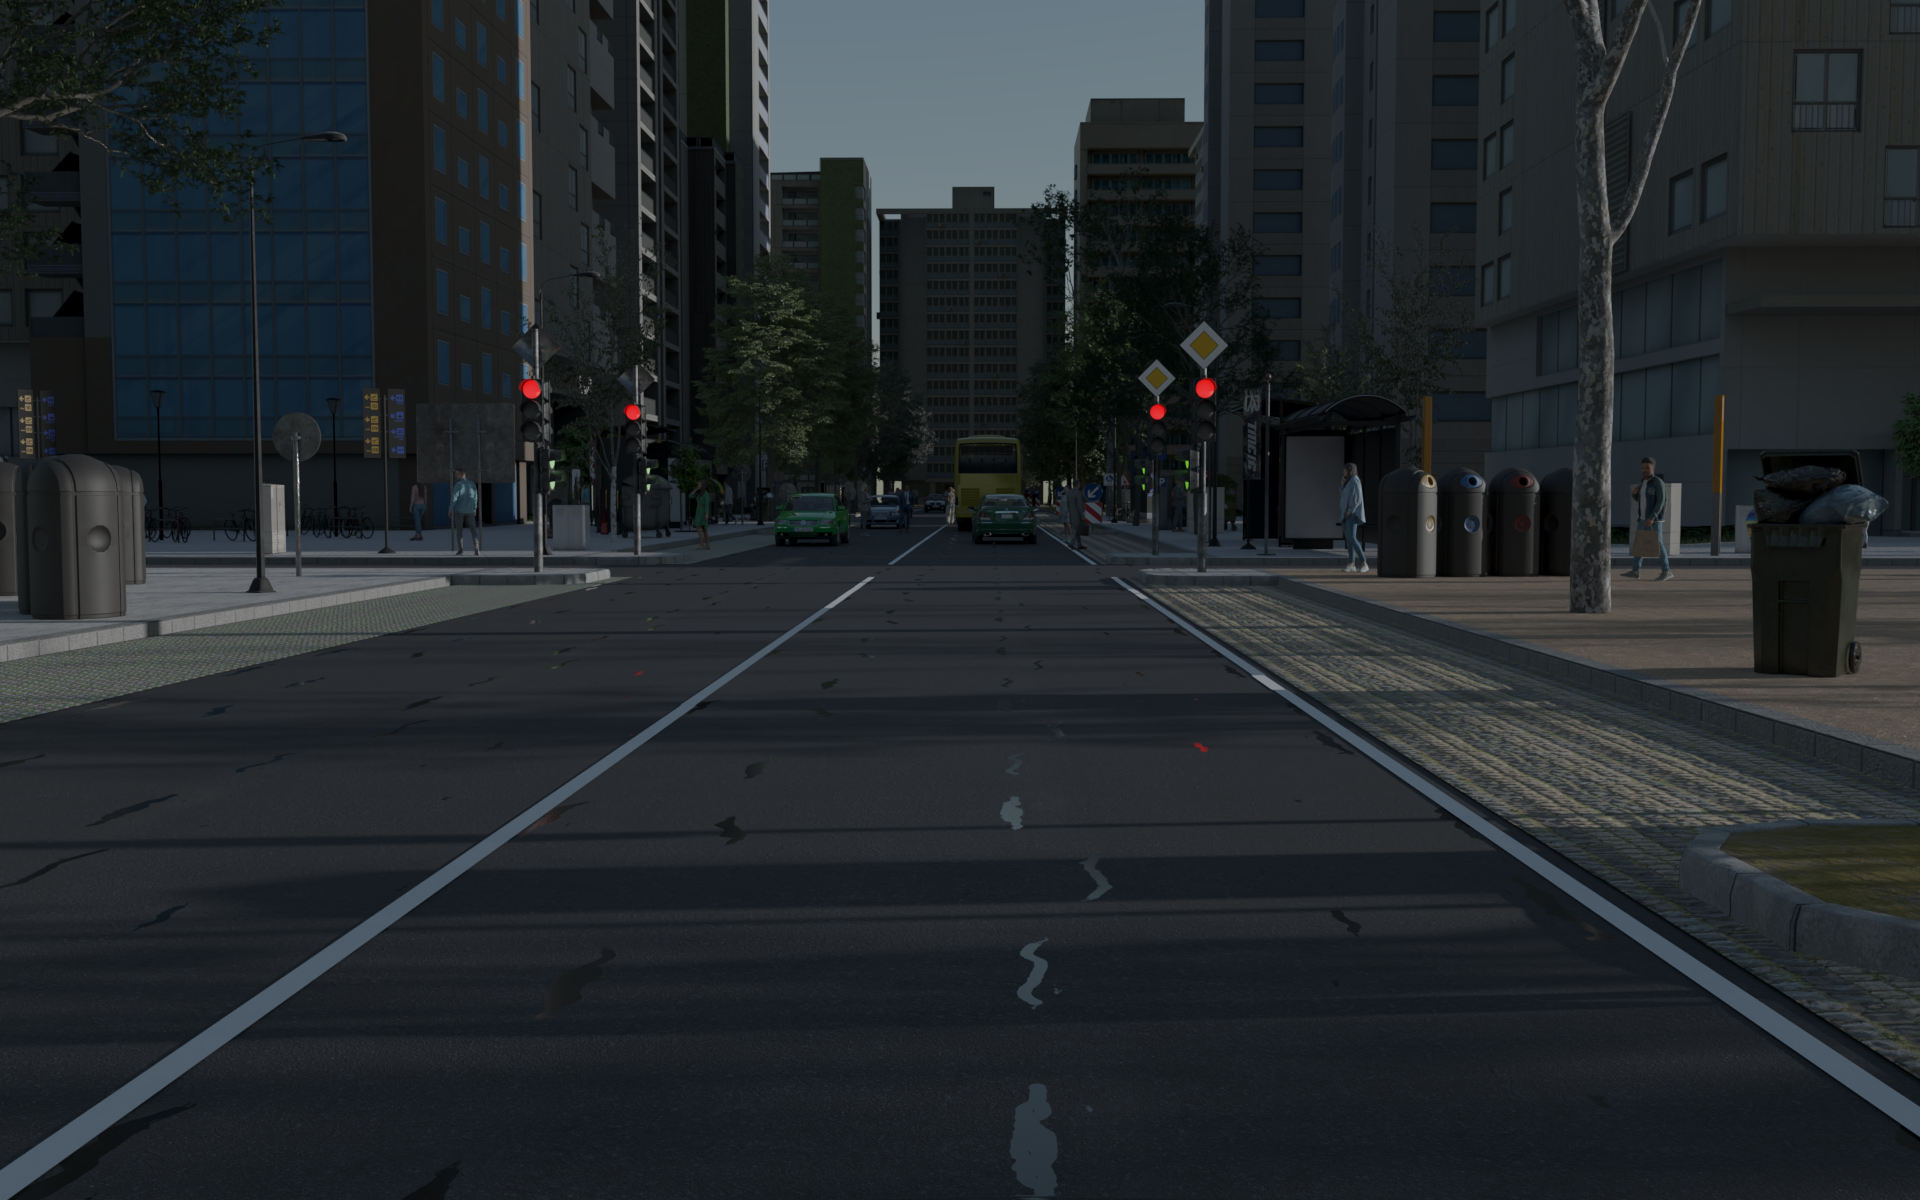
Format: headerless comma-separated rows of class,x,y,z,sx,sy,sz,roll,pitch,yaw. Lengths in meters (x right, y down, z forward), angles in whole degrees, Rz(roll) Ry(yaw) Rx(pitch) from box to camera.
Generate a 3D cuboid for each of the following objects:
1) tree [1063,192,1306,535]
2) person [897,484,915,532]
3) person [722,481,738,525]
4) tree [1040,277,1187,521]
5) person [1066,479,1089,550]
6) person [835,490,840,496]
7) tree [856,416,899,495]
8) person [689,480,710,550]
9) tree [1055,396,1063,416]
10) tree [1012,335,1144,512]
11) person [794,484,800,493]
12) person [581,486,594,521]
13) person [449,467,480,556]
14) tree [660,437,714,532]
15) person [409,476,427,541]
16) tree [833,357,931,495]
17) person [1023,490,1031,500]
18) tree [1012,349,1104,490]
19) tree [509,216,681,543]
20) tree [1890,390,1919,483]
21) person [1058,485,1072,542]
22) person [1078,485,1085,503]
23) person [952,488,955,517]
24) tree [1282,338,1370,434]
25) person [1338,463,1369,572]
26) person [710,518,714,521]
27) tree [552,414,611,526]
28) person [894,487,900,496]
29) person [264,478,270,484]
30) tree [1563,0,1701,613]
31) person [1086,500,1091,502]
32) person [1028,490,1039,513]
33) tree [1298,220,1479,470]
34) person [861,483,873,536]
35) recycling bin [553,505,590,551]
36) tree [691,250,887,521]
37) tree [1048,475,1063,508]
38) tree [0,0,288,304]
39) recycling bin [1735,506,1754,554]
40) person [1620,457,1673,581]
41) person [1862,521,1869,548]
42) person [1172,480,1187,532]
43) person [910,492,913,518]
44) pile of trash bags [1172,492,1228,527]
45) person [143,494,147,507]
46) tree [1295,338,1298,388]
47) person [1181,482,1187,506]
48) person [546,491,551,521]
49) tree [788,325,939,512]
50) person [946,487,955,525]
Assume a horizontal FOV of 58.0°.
tree,7.169,-7.330,54.259,7.601,10.594,8.767,0,4,3
person,-2.054,-3.468,65.390,0.721,1.800,0.419,-1,4,-10
person,-9.512,-4.019,71.593,0.795,1.843,0.661,1,4,13
tree,7.635,-9.558,82.031,9.928,11.665,9.643,0,3,0
person,3.025,-2.193,44.458,0.767,1.812,0.694,-2,4,-31
person,-5.752,-4.332,81.139,0.330,1.601,0.589,0,4,-5
tree,-7.604,-12.196,149.762,4.360,8.622,3.978,0,3,0
person,-6.562,-2.170,44.230,0.600,1.795,0.529,3,5,41
tree,7.441,-8.265,69.553,7.601,10.594,8.767,-1,4,-9
tree,8.646,-12.699,124.642,9.611,12.733,9.660,0,3,0
person,-8.735,-5.230,91.793,0.529,1.795,0.600,3,4,37
person,-17.769,-4.682,82.462,0.638,1.841,0.748,-3,4,-37
person,-10.352,-1.852,36.187,0.638,1.841,0.748,-2,4,-35
tree,-9.057,-3.895,58.287,1.663,3.219,1.824,0,3,0
person,-14.871,-2.541,47.601,0.388,1.821,0.555,2,4,24
tree,-7.766,-15.434,159.006,9.857,13.997,8.962,0,3,0
person,5.829,-8.826,152.739,1.348,1.831,0.705,1,4,9
tree,9.124,-14.621,145.703,9.857,13.997,8.962,0,3,0
tree,-9.372,-5.834,45.747,4.360,8.622,3.978,0,3,0
tree,26.221,-3.792,45.714,4.285,4.588,4.351,0,3,0
person,3.214,-2.603,52.063,0.512,1.701,0.522,3,4,36
person,6.837,-5.666,98.694,0.555,1.821,0.388,0,4,-1
person,-0.361,-6.189,109.961,0.793,1.790,0.793,2,4,27
tree,17.450,-8.079,82.452,4.737,8.622,4.395,0,3,0
person,6.502,-1.365,28.624,0.793,1.790,0.793,-2,4,-35
person,-11.112,-4.303,76.569,0.661,1.801,0.590,2,4,29
tree,-15.149,-5.341,71.038,4.285,4.588,4.351,0,3,0
person,-3.419,-5.425,97.366,0.590,1.801,0.661,3,5,42
person,-23.235,-3.180,58.130,0.767,1.812,0.694,2,4,31
tree,6.457,-9.839,16.750,12.611,20.169,13.585,0,3,0
person,8.198,-6.081,110.135,0.362,1.253,0.373,0,4,-3
person,5.643,-7.595,133.203,0.721,1.766,1.217,3,5,44
tree,11.842,-5.840,45.840,4.360,8.622,3.978,0,3,0
person,-3.156,-3.090,59.210,0.526,1.800,0.537,3,4,36
recycling bin,-8.894,-1.657,39.651,0.722,1.027,0.722,0,4,-1
tree,-8.506,-9.963,81.022,7.486,12.596,7.792,0,3,0
tree,9.301,-10.296,162.935,1.663,3.219,1.824,0,3,0
tree,-9.110,-4.916,14.791,8.767,10.594,7.601,1,4,16
recycling bin,17.229,-1.530,37.565,0.722,1.027,0.722,2,4,27
person,10.146,-1.189,25.472,0.713,1.824,0.794,0,4,4
person,21.394,-1.880,41.055,0.425,1.301,0.394,0,4,-5
person,7.459,-3.200,58.544,0.590,1.801,0.661,0,4,7
person,-3.137,-5.978,105.607,0.648,1.900,0.474,-3,5,-41
pile of trash bags,8.962,-3.515,67.223,1.912,1.369,3.447,2,4,34
person,-25.966,-2.866,54.719,0.589,1.601,0.330,3,4,36
tree,15.497,-7.332,70.239,4.360,8.622,3.978,0,3,0
person,9.066,-3.957,70.764,0.581,1.822,0.654,0,4,0
person,-19.942,-4.689,83.059,0.716,1.782,0.532,-1,4,-22
tree,-7.500,-13.036,123.505,12.009,13.543,11.850,0,3,0
person,-0.460,-4.326,79.775,0.519,1.759,0.362,-3,4,-37
